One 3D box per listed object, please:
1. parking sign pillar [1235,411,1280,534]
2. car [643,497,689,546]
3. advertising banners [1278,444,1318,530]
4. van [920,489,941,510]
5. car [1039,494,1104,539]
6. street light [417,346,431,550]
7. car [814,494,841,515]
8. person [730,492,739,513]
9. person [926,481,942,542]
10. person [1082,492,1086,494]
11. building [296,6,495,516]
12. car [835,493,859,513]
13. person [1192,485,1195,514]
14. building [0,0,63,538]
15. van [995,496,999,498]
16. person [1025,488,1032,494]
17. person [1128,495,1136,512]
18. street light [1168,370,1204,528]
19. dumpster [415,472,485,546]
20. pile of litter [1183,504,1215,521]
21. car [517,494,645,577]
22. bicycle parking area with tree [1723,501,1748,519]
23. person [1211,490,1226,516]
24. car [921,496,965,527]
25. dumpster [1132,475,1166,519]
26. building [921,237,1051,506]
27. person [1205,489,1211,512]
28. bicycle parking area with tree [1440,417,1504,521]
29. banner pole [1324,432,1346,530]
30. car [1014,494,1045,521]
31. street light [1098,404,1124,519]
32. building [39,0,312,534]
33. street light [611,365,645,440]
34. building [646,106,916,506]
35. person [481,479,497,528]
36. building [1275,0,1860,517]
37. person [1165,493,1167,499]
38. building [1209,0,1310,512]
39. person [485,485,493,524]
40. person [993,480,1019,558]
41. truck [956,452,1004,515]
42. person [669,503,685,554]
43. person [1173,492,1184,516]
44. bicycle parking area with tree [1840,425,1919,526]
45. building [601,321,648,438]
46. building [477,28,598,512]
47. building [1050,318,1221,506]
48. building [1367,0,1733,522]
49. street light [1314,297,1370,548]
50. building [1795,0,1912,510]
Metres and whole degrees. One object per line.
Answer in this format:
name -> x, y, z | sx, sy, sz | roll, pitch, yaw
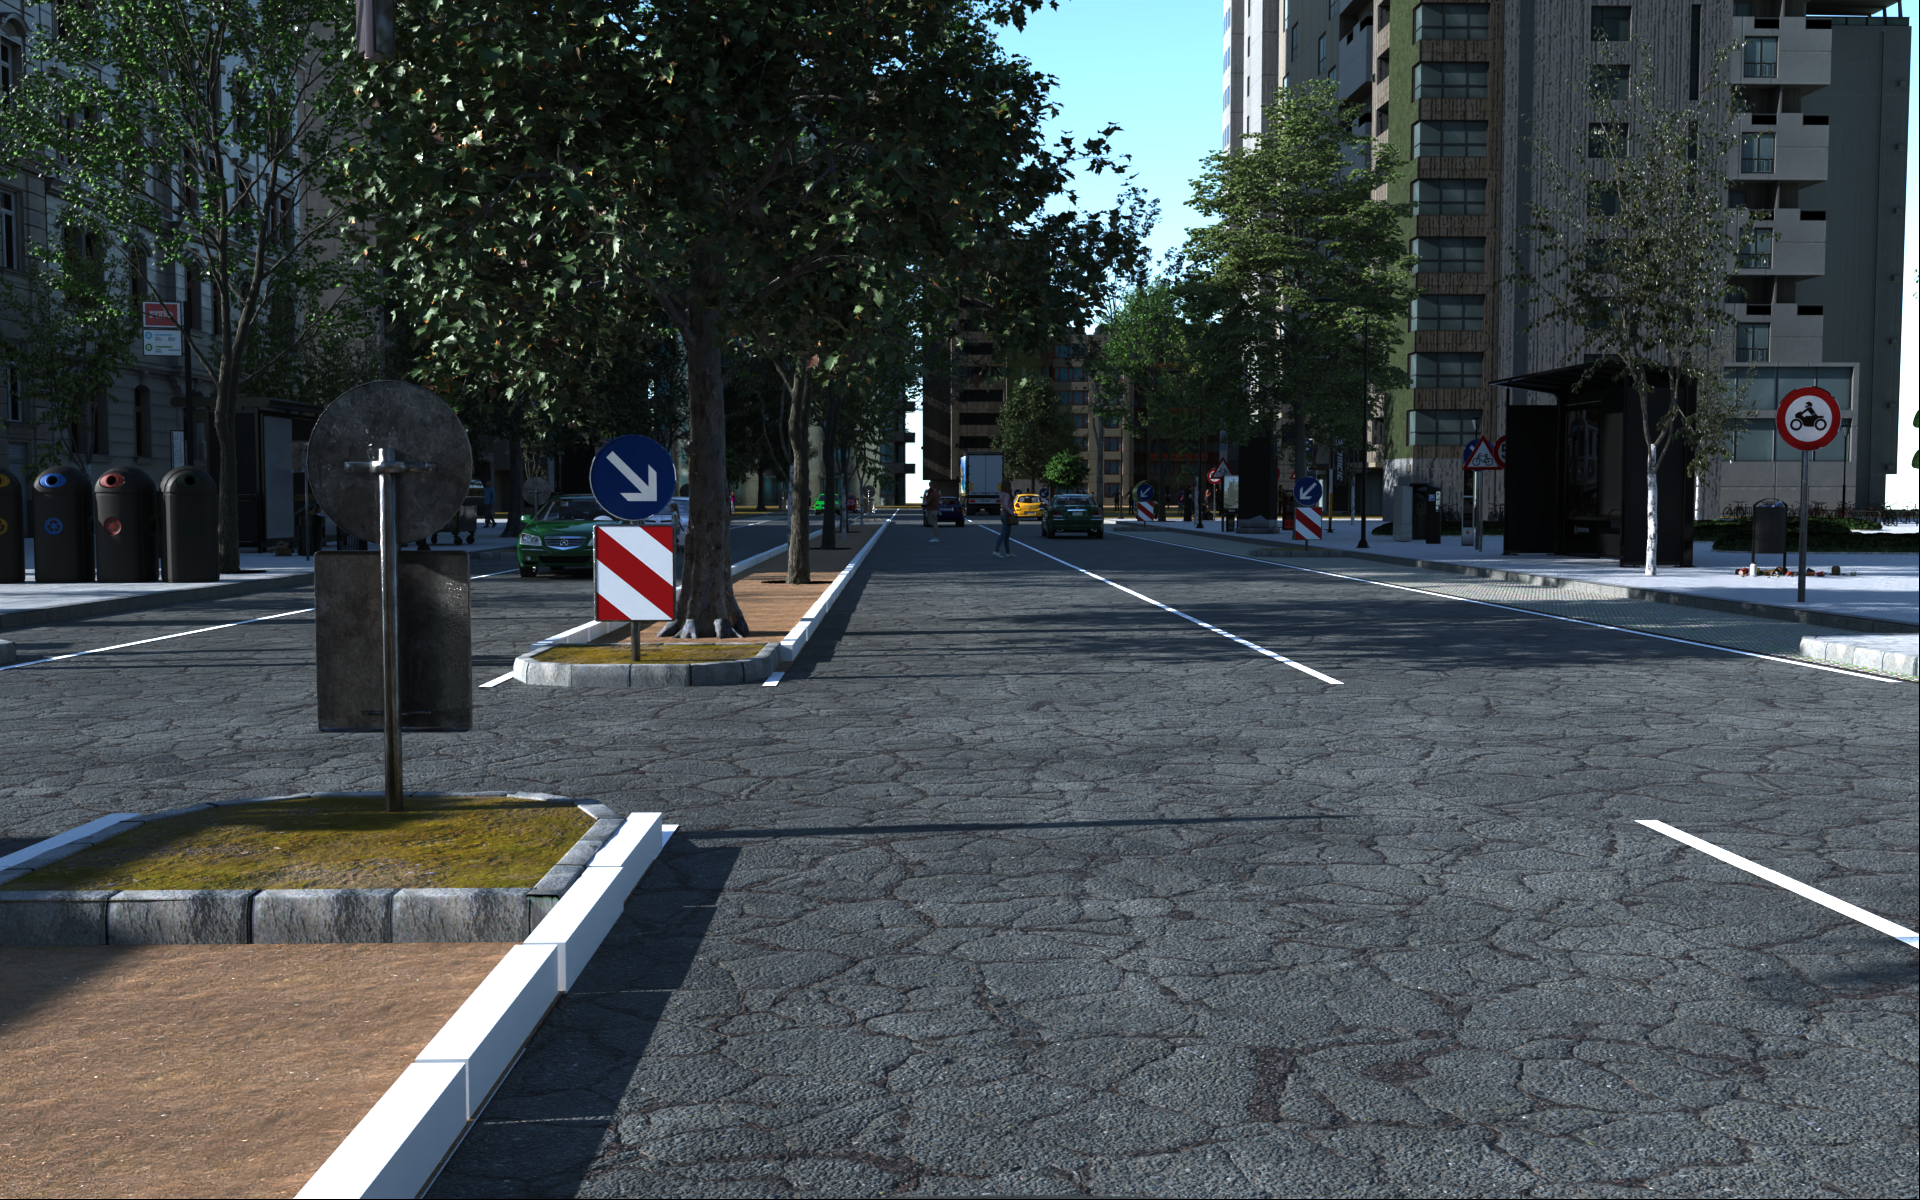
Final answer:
parking sign pillar -> 9.704, -4.153, 56.375 | 1.447, 3.967, 1.447 | -3, 5, -42
car -> -7.438, -1.973, 44.616 | 2.083, 1.381, 4.827 | 0, 4, 0
advertising banners -> 11.624, -3.980, 61.257 | 2.074, 3.025, 0.090 | 2, 4, 25
van -> -2.348, -8.529, 146.466 | 2.013, 2.044, 4.112 | 0, 4, -1
car -> 3.698, -2.780, 57.247 | 2.131, 1.459, 4.920 | 0, 4, -1
street light -> -11.262, -4.001, 37.955 | 1.470, 5.913, 1.316 | 0, 4, -2
car -> -8.986, -6.730, 118.832 | 1.959, 1.807, 4.718 | 0, 4, -1
person -> -15.405, -6.651, 118.006 | 0.599, 1.433, 0.991 | 3, 4, 36
person -> -0.797, -2.656, 51.908 | 0.573, 1.828, 0.580 | -2, 4, -31
person -> 7.925, -6.402, 113.904 | 0.628, 1.438, 0.799 | 3, 5, 41
building -> -38.111, -40.317, 97.432 | 20.563, 71.187, 20.611 | 0, 4, -2
car -> -8.722, -7.506, 131.765 | 2.155, 1.783, 4.494 | 0, 4, 0
person -> 13.254, -5.638, 98.325 | 0.705, 1.812, 1.348 | 0, 4, 1
building -> -32.322, -14.776, 38.859 | 12.463, 27.353, 25.104 | 0, 4, -2
van -> 2.064, -8.110, 136.987 | 2.240, 2.365, 5.245 | 0, 4, -3
person -> 4.382, -6.304, 111.658 | 1.348, 1.812, 0.705 | -1, 4, -9
person -> 12.824, -7.321, 125.827 | 1.350, 1.814, 0.705 | 1, 4, 23
street light -> 8.493, -5.653, 64.974 | 1.470, 5.913, 1.316 | 0, 4, -2
dumpster -> -12.958, -2.515, 43.606 | 1.502, 2.255, 1.985 | 0, 4, -2
pile of litter -> 11.620, -4.303, 84.318 | 1.719, 0.858, 1.176 | 0, 4, -3
car -> -6.753, -1.195, 31.340 | 2.131, 1.459, 4.920 | 0, 4, -3
bicycle parking area with tree -> 39.608, -6.081, 86.429 | 9.016, 4.147, 8.231 | -2, 4, -25
person -> 15.265, -5.785, 100.762 | 1.348, 1.807, 0.705 | 1, 4, 13
car -> -0.732, -3.924, 76.739 | 1.945, 1.354, 3.894 | 0, 4, -3
dumpster -> 9.530, -5.175, 87.104 | 1.502, 2.255, 1.985 | 0, 4, -2
building -> 2.724, -25.811, 193.704 | 14.107, 30.474, 14.160 | 0, 4, -2
person -> 17.689, -7.088, 123.407 | 0.593, 1.643, 0.415 | 3, 5, 42
bicycle parking area with tree -> 21.673, -4.703, 63.902 | 8.231, 4.147, 9.016 | 2, 4, 35
banner pole -> 13.370, -4.378, 61.605 | 0.863, 3.779, 0.401 | -1, 4, -18
car -> 3.628, -5.067, 93.071 | 2.015, 1.641, 3.980 | 0, 4, -2
street light -> 7.757, -7.133, 89.165 | 1.470, 5.913, 1.316 | 0, 4, -2
building -> -34.121, -16.861, 63.064 | 14.401, 28.519, 23.554 | 0, 4, -2
street light -> -11.869, -5.464, 61.877 | 1.470, 5.913, 1.316 | 0, 4, -2
building -> -20.351, -35.343, 197.466 | 30.456, 49.044, 23.786 | 0, 4, -2
person -> -17.885, -3.670, 65.910 | 0.638, 1.841, 0.748 | 3, 5, 41
building -> 36.104, -31.805, 109.245 | 28.713, 52.752, 27.495 | 0, 4, -2
person -> 19.185, -9.394, 162.875 | 0.421, 1.427, 0.697 | -2, 4, -31
building -> 31.509, -36.414, 137.371 | 21.231, 58.520, 28.212 | 0, 4, -2
person -> -20.285, -4.183, 74.705 | 0.520, 1.790, 0.573 | 0, 4, 4
person -> 1.003, -1.836, 39.107 | 0.643, 1.750, 0.593 | -1, 4, -16
truck -> 1.396, -8.072, 120.886 | 2.839, 4.237, 11.283 | 0, 4, -3
person -> -6.697, -1.683, 41.031 | 0.382, 1.210, 0.505 | -1, 4, -13
person -> 12.967, -5.656, 101.749 | 0.991, 1.433, 0.599 | 2, 4, 33
bicycle parking area with tree -> 39.380, -5.237, 72.623 | 8.231, 4.147, 9.016 | 0, 4, 0
building -> -42.648, -31.129, 192.548 | 14.086, 41.232, 14.154 | 0, 4, -2
building -> -40.801, -27.004, 133.402 | 23.993, 40.220, 32.217 | 0, 4, -2
building -> 24.006, -21.823, 201.844 | 28.899, 21.520, 27.650 | 0, 4, -2
building -> 26.846, -19.035, 82.923 | 14.160, 30.474, 14.107 | 0, 4, -2
street light -> 9.060, -4.190, 41.052 | 1.470, 5.913, 1.316 | 0, 4, -2
building -> 68.789, -28.266, 145.737 | 14.086, 41.232, 14.154 | 0, 4, -2
